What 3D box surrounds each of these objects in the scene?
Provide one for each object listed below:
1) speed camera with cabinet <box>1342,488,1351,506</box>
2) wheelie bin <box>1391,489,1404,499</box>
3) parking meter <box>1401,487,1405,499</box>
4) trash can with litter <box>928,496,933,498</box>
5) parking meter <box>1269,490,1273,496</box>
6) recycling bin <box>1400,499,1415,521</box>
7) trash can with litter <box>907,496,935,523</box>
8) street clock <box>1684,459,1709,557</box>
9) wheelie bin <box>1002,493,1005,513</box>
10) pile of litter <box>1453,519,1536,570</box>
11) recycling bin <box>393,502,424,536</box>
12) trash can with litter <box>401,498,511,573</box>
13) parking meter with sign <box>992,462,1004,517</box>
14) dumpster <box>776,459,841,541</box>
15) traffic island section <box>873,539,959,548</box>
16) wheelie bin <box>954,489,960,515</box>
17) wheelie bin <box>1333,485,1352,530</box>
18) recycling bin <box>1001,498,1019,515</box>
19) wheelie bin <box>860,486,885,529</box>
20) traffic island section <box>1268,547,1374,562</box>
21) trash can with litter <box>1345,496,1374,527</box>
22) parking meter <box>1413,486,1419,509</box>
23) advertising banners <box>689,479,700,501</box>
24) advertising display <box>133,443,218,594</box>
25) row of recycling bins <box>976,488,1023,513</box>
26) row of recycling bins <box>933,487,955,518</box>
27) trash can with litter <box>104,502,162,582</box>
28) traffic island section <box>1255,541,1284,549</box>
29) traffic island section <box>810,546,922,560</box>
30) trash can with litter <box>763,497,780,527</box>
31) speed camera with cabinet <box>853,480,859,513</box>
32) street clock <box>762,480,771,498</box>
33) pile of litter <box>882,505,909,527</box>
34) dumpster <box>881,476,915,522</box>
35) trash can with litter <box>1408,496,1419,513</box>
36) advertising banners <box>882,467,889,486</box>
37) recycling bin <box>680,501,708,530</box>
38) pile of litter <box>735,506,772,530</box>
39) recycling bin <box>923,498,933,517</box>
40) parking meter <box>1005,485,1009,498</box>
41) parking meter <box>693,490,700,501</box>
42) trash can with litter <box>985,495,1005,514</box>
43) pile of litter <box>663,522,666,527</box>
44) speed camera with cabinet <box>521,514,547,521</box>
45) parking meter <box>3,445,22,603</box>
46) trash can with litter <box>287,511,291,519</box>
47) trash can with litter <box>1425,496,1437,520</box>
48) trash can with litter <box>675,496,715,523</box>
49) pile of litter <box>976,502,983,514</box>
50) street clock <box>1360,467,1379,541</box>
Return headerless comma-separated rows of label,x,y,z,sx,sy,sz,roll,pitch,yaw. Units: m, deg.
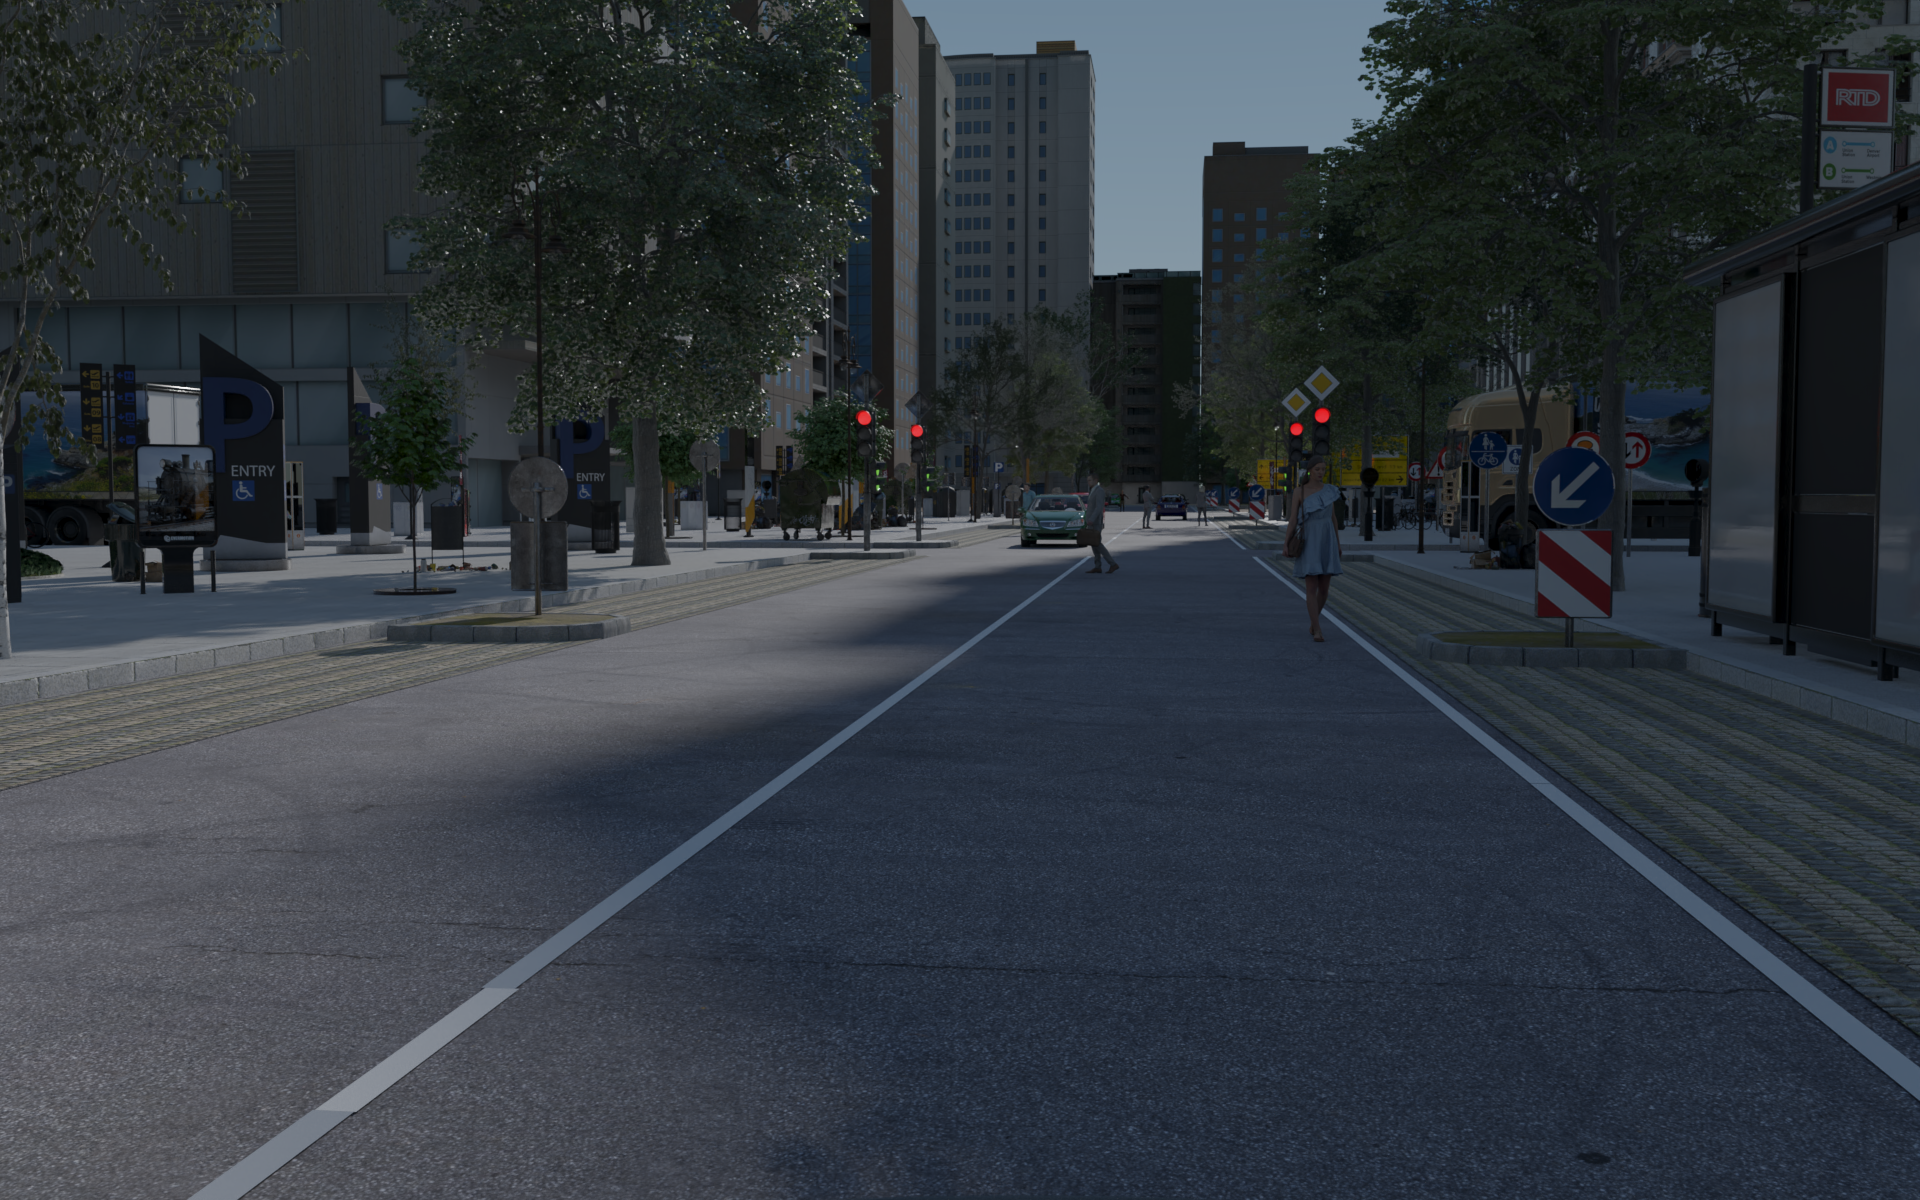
speed camera with cabinet,21.974,-6.316,97.595,0.660,3.252,2.038,2,4,27
wheelie bin,25.858,-5.785,102.494,0.693,1.594,0.980,1,4,20
parking meter,27.008,-6.131,105.949,0.399,1.863,0.255,2,4,32
trash can with litter,-1.768,-5.836,106.804,0.624,1.170,1.055,1,4,16
parking meter,19.097,-6.155,106.343,0.255,1.863,0.399,1,4,9
recycling bin,21.658,-4.361,83.856,0.722,1.027,0.722,0,4,1
trash can with litter,-2.188,-4.021,76.794,1.678,1.210,2.233,-1,4,-22
street clock,15.136,-1.898,35.605,0.358,2.002,0.471,-1,4,-21
wheelie bin,3.203,-6.464,113.591,0.693,1.594,0.980,2,4,29
pile of litter,9.314,-0.969,29.815,1.719,0.858,1.176,0,4,4
recycling bin,-16.979,-2.493,53.318,0.722,1.027,0.722,0,3,0
trash can with litter,-8.200,-1.102,29.077,2.233,1.210,1.678,-1,4,-16
parking meter with sign,2.059,-6.085,95.744,0.543,3.016,1.738,0,4,-4
dumpster,-4.225,-2.793,48.161,1.502,2.255,1.985,0,4,7
traffic island section,-1.140,-1.517,47.086,2.009,0.180,2.903,0,4,7
wheelie bin,-0.264,-6.034,106.569,0.980,1.594,0.693,-3,4,-37
wheelie bin,13.361,-3.291,61.716,0.693,1.594,0.980,0,4,-7
recycling bin,3.078,-5.597,104.071,0.722,1.027,0.722,1,4,19
wheelie bin,-3.189,-3.432,64.025,0.980,1.594,0.693,-2,4,-30
traffic island section,7.890,-0.956,37.918,2.009,0.180,2.903,0,4,7
trash can with litter,15.309,-3.461,67.649,1.678,1.210,2.233,1,4,15
parking meter,31.320,-6.928,118.978,0.399,1.863,0.255,2,4,29
advertising banners,-14.013,-5.833,91.560,0.090,3.025,2.074,-2,4,-24
advertising display,-10.122,-1.050,22.374,0.974,1.923,0.123,-2,4,-35
row of recycling bins,2.766,-6.771,117.824,3.534,1.692,1.069,-1,4,-15
row of recycling bins,-0.855,-5.430,95.896,1.069,1.692,3.534,-1,4,-8
trash can with litter,-11.967,-0.858,25.411,1.055,1.170,0.624,1,4,8
traffic island section,8.874,-1.441,45.843,2.009,0.180,2.903,0,4,7
traffic island section,-2.124,-1.032,39.162,2.009,0.180,2.903,0,4,7
trash can with litter,-7.020,-3.444,67.361,2.233,1.210,1.678,0,4,4
speed camera with cabinet,-4.233,-4.672,70.715,0.660,3.252,2.038,-1,4,-11
street clock,-10.198,-5.309,91.380,0.471,2.002,0.358,-3,5,-42
pile of litter,-2.767,-3.269,67.412,1.719,0.858,1.176,-1,4,-19
dumpster,-2.831,-4.792,80.842,1.502,2.255,1.985,0,4,7
trash can with litter,27.251,-5.673,104.142,0.624,1.170,1.055,2,4,35
advertising banners,-4.221,-7.181,113.591,2.074,3.025,0.090,-2,4,-26
recycling bin,-9.535,-3.031,62.108,0.722,1.027,0.722,2,4,29
pile of litter,-7.594,-3.024,63.415,1.176,0.858,1.719,3,5,44
recycling bin,-1.657,-5.286,98.984,0.722,1.027,0.722,3,4,37
parking meter,3.027,-6.259,108.050,0.399,1.863,0.255,3,4,36
parking meter,-14.750,-5.424,97.096,0.372,1.533,0.369,0,3,0
trash can with litter,2.260,-6.040,109.812,2.233,1.210,1.678,-1,4,-14
pile of litter,-12.245,-3.341,68.583,1.719,0.858,1.176,3,5,40
speed camera with cabinet,-14.270,-3.936,58.687,0.660,3.252,2.038,-3,4,-36
parking meter,-11.276,-0.893,20.313,0.255,1.863,0.399,1,4,20
trash can with litter,-13.945,-1.419,34.580,0.624,1.170,1.055,2,4,26
trash can with litter,22.844,-4.417,83.611,0.624,1.170,1.055,0,4,-5
trash can with litter,-12.030,-4.041,77.126,2.233,1.210,1.678,-1,4,-12
pile of litter,0.892,-6.049,112.871,1.176,0.858,1.719,0,4,-7
street clock,11.111,-2.599,47.057,0.471,2.002,0.358,0,4,-2
